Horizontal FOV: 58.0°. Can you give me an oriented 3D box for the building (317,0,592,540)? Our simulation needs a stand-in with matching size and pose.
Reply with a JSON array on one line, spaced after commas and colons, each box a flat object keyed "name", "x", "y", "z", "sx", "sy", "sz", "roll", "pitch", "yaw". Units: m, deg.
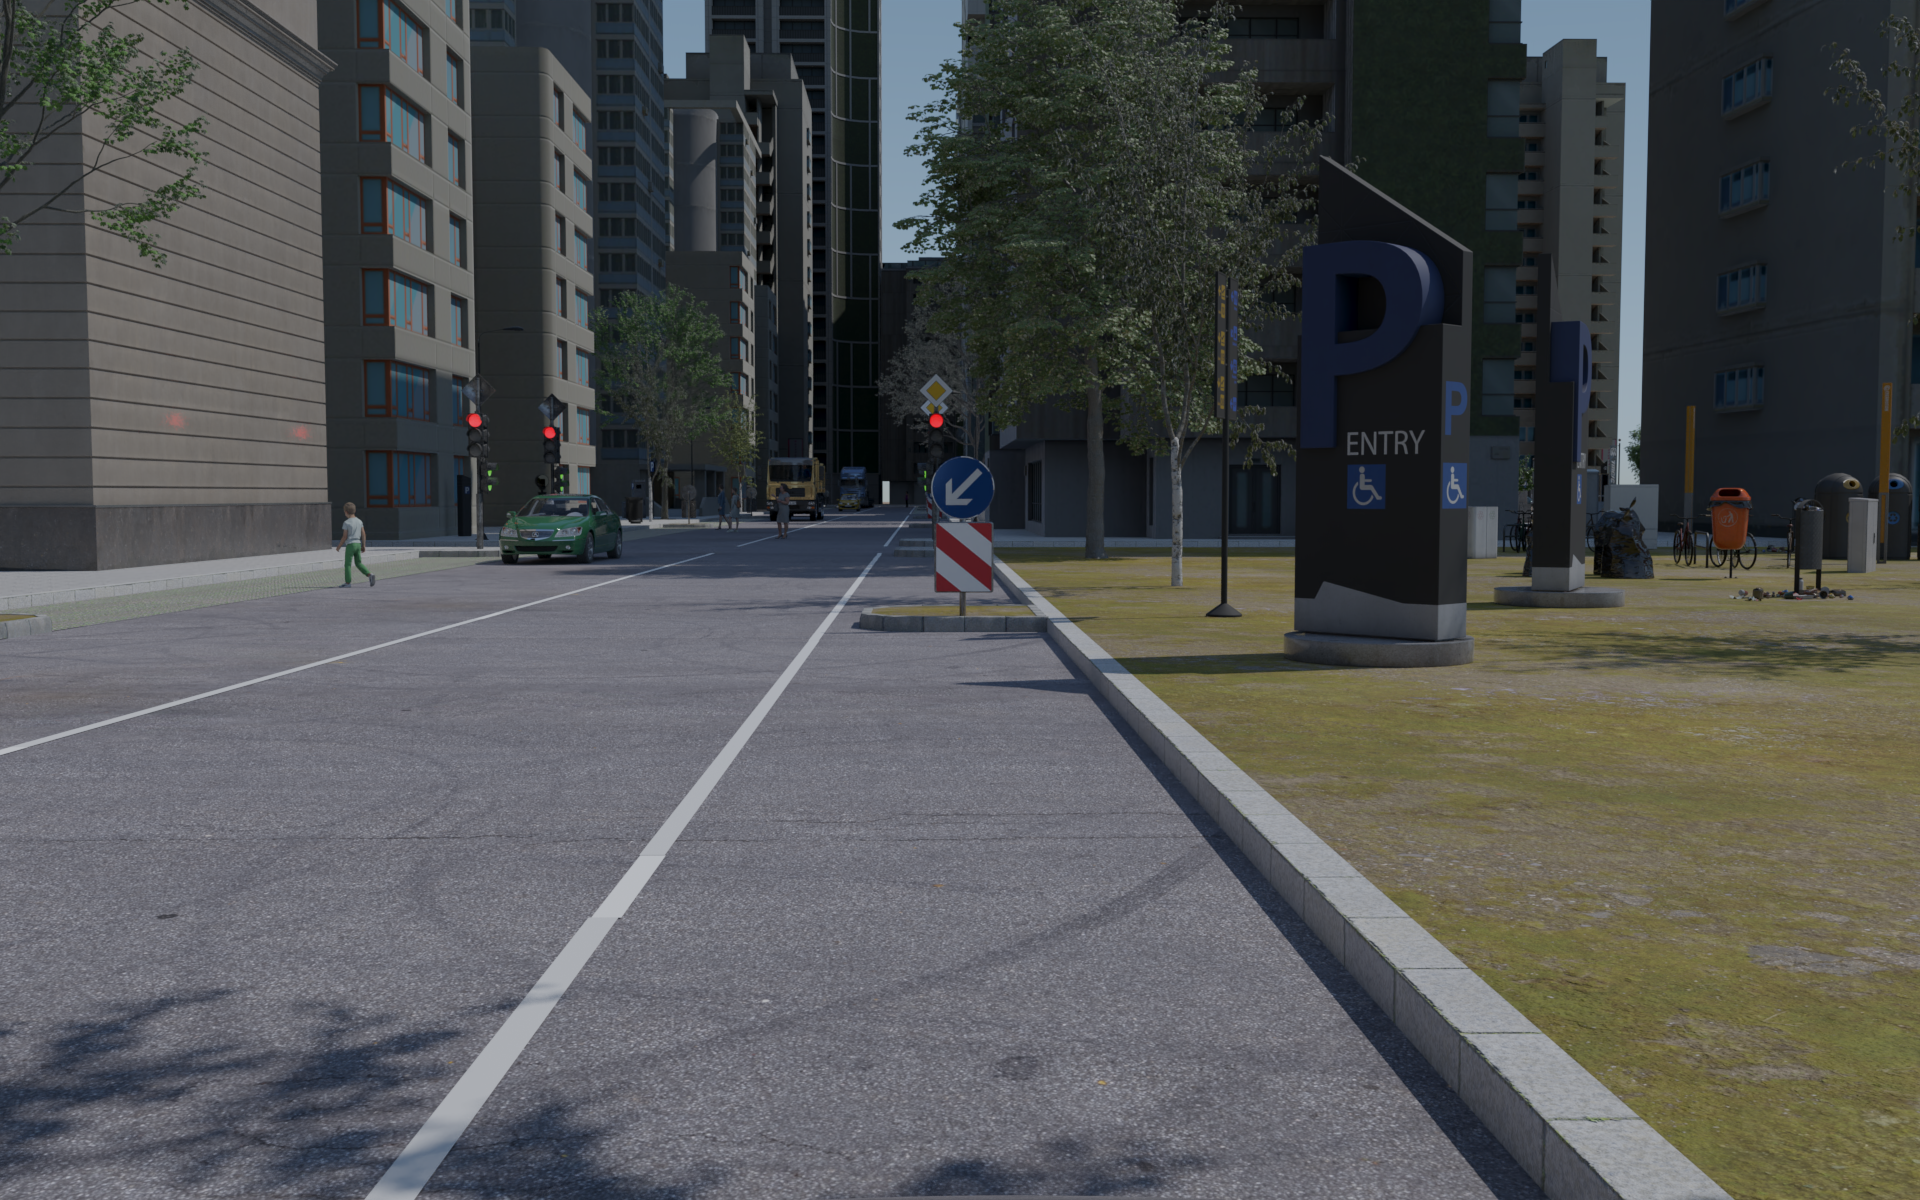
[{"name": "building", "x": -29.676, "y": -13.240, "z": 61.514, "sx": 27.650, "sy": 21.520, "sz": 28.899, "roll": 0, "pitch": 4, "yaw": -1}]

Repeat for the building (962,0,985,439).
[{"name": "building", "x": 13.807, "y": -34.599, "z": 154.935, "sx": 28.713, "sy": 52.752, "sz": 27.495, "roll": 0, "pitch": 4, "yaw": -1}]

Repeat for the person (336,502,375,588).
[{"name": "person", "x": -9.252, "y": -0.842, "z": 26.507, "sx": 0.590, "sy": 1.304, "sz": 0.306, "roll": 1, "pitch": 4, "yaw": 11}]

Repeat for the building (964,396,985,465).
[{"name": "building", "x": 11.742, "y": -48.554, "z": 106.533, "sx": 22.319, "sy": 86.520, "sz": 31.000, "roll": 0, "pitch": 4, "yaw": -1}]

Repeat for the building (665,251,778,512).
[{"name": "building", "x": -29.595, "y": -17.899, "z": 137.689, "sx": 27.650, "sy": 21.520, "sz": 28.899, "roll": 0, "pitch": 4, "yaw": -1}]

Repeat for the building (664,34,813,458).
[{"name": "building", "x": -27.228, "y": -34.519, "z": 188.083, "sx": 21.600, "sy": 48.544, "sz": 21.300, "roll": 0, "pitch": 4, "yaw": -1}]

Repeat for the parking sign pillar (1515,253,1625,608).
[{"name": "parking sign pillar", "x": 6.957, "y": -1.929, "z": 20.015, "sx": 1.447, "sy": 3.967, "sz": 1.447, "roll": 2, "pitch": 4, "yaw": 27}]

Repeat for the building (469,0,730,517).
[{"name": "building", "x": -30.867, "y": -25.188, "z": 103.700, "sx": 32.217, "sy": 40.220, "sz": 23.993, "roll": 0, "pitch": 4, "yaw": -1}]

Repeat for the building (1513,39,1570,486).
[{"name": "building", "x": 60.282, "y": -34.618, "z": 189.704, "sx": 21.600, "sy": 48.544, "sz": 21.300, "roll": 0, "pitch": 4, "yaw": -1}]

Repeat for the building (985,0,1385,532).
[{"name": "building", "x": 7.955, "y": -18.201, "z": 69.292, "sx": 14.160, "sy": 30.474, "sz": 14.107, "roll": 0, "pitch": 4, "yaw": -1}]

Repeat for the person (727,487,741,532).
[{"name": "person", "x": -8.462, "y": -3.401, "z": 65.118, "sx": 0.522, "sy": 1.701, "sz": 0.512, "roll": 1, "pitch": 4, "yaw": 19}]

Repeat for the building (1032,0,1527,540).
[{"name": "building", "x": 8.416, "y": -17.256, "z": 53.833, "sx": 14.107, "sy": 30.474, "sz": 14.160, "roll": 0, "pitch": 4, "yaw": -1}]

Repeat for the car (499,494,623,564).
[{"name": "car", "x": -8.496, "y": -1.552, "z": 37.168, "sx": 2.131, "sy": 1.459, "sz": 4.920, "roll": 0, "pitch": 4, "yaw": 1}]

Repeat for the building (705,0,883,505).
[{"name": "building", "x": -20.154, "y": -47.510, "z": 215.032, "sx": 20.611, "sy": 71.187, "sz": 20.563, "roll": 0, "pitch": 4, "yaw": -1}]

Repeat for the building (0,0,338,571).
[{"name": "building", "x": -26.593, "y": -14.451, "z": 33.541, "sx": 25.104, "sy": 27.353, "sz": 12.463, "roll": 0, "pitch": 4, "yaw": -1}]

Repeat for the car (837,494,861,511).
[{"name": "car", "x": -9.190, "y": -8.176, "z": 143.896, "sx": 2.015, "sy": 1.641, "sz": 3.980, "roll": 0, "pitch": 4, "yaw": -1}]

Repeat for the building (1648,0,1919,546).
[{"name": "building", "x": 34.244, "y": -26.367, "z": 54.803, "sx": 21.600, "sy": 48.544, "sz": 21.300, "roll": 0, "pitch": 4, "yaw": -1}]

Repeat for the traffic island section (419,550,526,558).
[{"name": "traffic island section", "x": -11.222, "y": -1.111, "z": 40.438, "sx": 2.009, "sy": 0.180, "sz": 2.903, "roll": 0, "pitch": 4, "yaw": -1}]

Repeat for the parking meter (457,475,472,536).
[{"name": "parking meter", "x": -15.028, "y": -2.863, "z": 52.527, "sx": 0.255, "sy": 1.863, "sz": 0.399, "roll": 2, "pitch": 4, "yaw": 26}]

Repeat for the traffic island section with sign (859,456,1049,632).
[{"name": "traffic island section with sign", "x": -0.089, "y": -0.629, "z": 18.907, "sx": 1.989, "sy": 1.847, "sz": 2.006, "roll": 0, "pitch": 4, "yaw": -1}]

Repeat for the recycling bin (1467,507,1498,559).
[{"name": "recycling bin", "x": 10.236, "y": -1.349, "z": 34.618, "sx": 0.722, "sy": 1.027, "sz": 0.722, "roll": -2, "pitch": 4, "yaw": -33}]

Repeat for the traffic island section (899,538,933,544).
[{"name": "traffic island section", "x": -0.694, "y": -1.612, "z": 48.632, "sx": 2.009, "sy": 0.180, "sz": 2.903, "roll": 0, "pitch": 4, "yaw": -1}]

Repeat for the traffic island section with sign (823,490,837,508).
[{"name": "traffic island section with sign", "x": -13.684, "y": -10.358, "z": 177.986, "sx": 1.989, "sy": 1.847, "sz": 2.006, "roll": 0, "pitch": 4, "yaw": -1}]

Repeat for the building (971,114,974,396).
[{"name": "building", "x": 7.783, "y": -22.203, "z": 134.727, "sx": 14.160, "sy": 30.474, "sz": 14.107, "roll": 0, "pitch": 4, "yaw": -1}]

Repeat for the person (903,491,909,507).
[{"name": "person", "x": -5.752, "y": -10.753, "z": 185.001, "sx": 0.721, "sy": 1.739, "sz": 1.217, "roll": -2, "pitch": 4, "yaw": -30}]

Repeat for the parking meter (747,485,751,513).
[{"name": "parking meter", "x": -14.305, "y": -6.823, "z": 117.272, "sx": 0.255, "sy": 1.863, "sz": 0.399, "roll": 0, "pitch": 4, "yaw": -8}]

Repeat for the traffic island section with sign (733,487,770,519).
[{"name": "traffic island section with sign", "x": -12.124, "y": -5.646, "z": 100.939, "sx": 1.989, "sy": 1.847, "sz": 2.006, "roll": 0, "pitch": 4, "yaw": -1}]

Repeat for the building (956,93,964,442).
[{"name": "building", "x": 10.765, "y": -34.532, "z": 184.210, "sx": 23.786, "sy": 49.044, "sz": 30.456, "roll": 0, "pitch": 4, "yaw": -1}]

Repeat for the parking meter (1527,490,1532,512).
[{"name": "parking meter", "x": 28.889, "y": -4.875, "z": 88.111, "sx": 0.372, "sy": 1.533, "sz": 0.369, "roll": 0, "pitch": 3, "yaw": 0}]

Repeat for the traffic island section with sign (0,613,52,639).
[{"name": "traffic island section with sign", "x": -10.433, "y": -0.543, "z": 17.503, "sx": 1.989, "sy": 1.847, "sz": 2.006, "roll": 0, "pitch": 4, "yaw": -1}]

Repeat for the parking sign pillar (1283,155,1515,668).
[{"name": "parking sign pillar", "x": 3.255, "y": -1.523, "z": 13.380, "sx": 1.447, "sy": 3.967, "sz": 1.447, "roll": -3, "pitch": 5, "yaw": -44}]

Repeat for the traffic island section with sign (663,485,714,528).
[{"name": "traffic island section with sign", "x": -11.577, "y": -3.998, "z": 73.989, "sx": 1.989, "sy": 1.847, "sz": 2.006, "roll": 0, "pitch": 4, "yaw": -1}]

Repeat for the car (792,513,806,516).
[{"name": "car", "x": -10.130, "y": -6.081, "z": 111.223, "sx": 2.131, "sy": 1.459, "sz": 4.920, "roll": 0, "pitch": 4, "yaw": -1}]

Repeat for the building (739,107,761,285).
[{"name": "building", "x": -32.100, "y": -28.843, "z": 163.470, "sx": 32.217, "sy": 40.220, "sz": 23.993, "roll": 0, "pitch": 4, "yaw": -1}]

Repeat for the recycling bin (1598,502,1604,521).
[{"name": "recycling bin", "x": 21.669, "y": -2.787, "z": 58.114, "sx": 0.722, "sy": 1.027, "sz": 0.722, "roll": 0, "pitch": 4, "yaw": 5}]

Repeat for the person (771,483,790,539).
[{"name": "person", "x": -5.788, "y": -2.854, "z": 55.523, "sx": 0.532, "sy": 1.782, "sz": 0.716, "roll": -3, "pitch": 5, "yaw": -40}]

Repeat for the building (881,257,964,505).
[{"name": "building", "x": -2.747, "y": -27.057, "z": 214.077, "sx": 14.107, "sy": 30.474, "sz": 14.160, "roll": 0, "pitch": 4, "yaw": -1}]

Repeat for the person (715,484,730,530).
[{"name": "person", "x": -9.456, "y": -3.708, "z": 69.142, "sx": 0.654, "sy": 1.822, "sz": 0.581, "roll": 0, "pitch": 4, "yaw": 8}]

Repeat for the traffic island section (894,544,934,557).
[{"name": "traffic island section", "x": -0.532, "y": -1.123, "z": 40.649, "sx": 2.009, "sy": 0.180, "sz": 2.903, "roll": 0, "pitch": 4, "yaw": -1}]

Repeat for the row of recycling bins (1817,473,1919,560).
[{"name": "row of recycling bins", "x": 18.629, "y": -1.634, "z": 33.835, "sx": 3.534, "sy": 1.692, "sz": 1.069, "roll": 1, "pitch": 4, "yaw": 20}]
